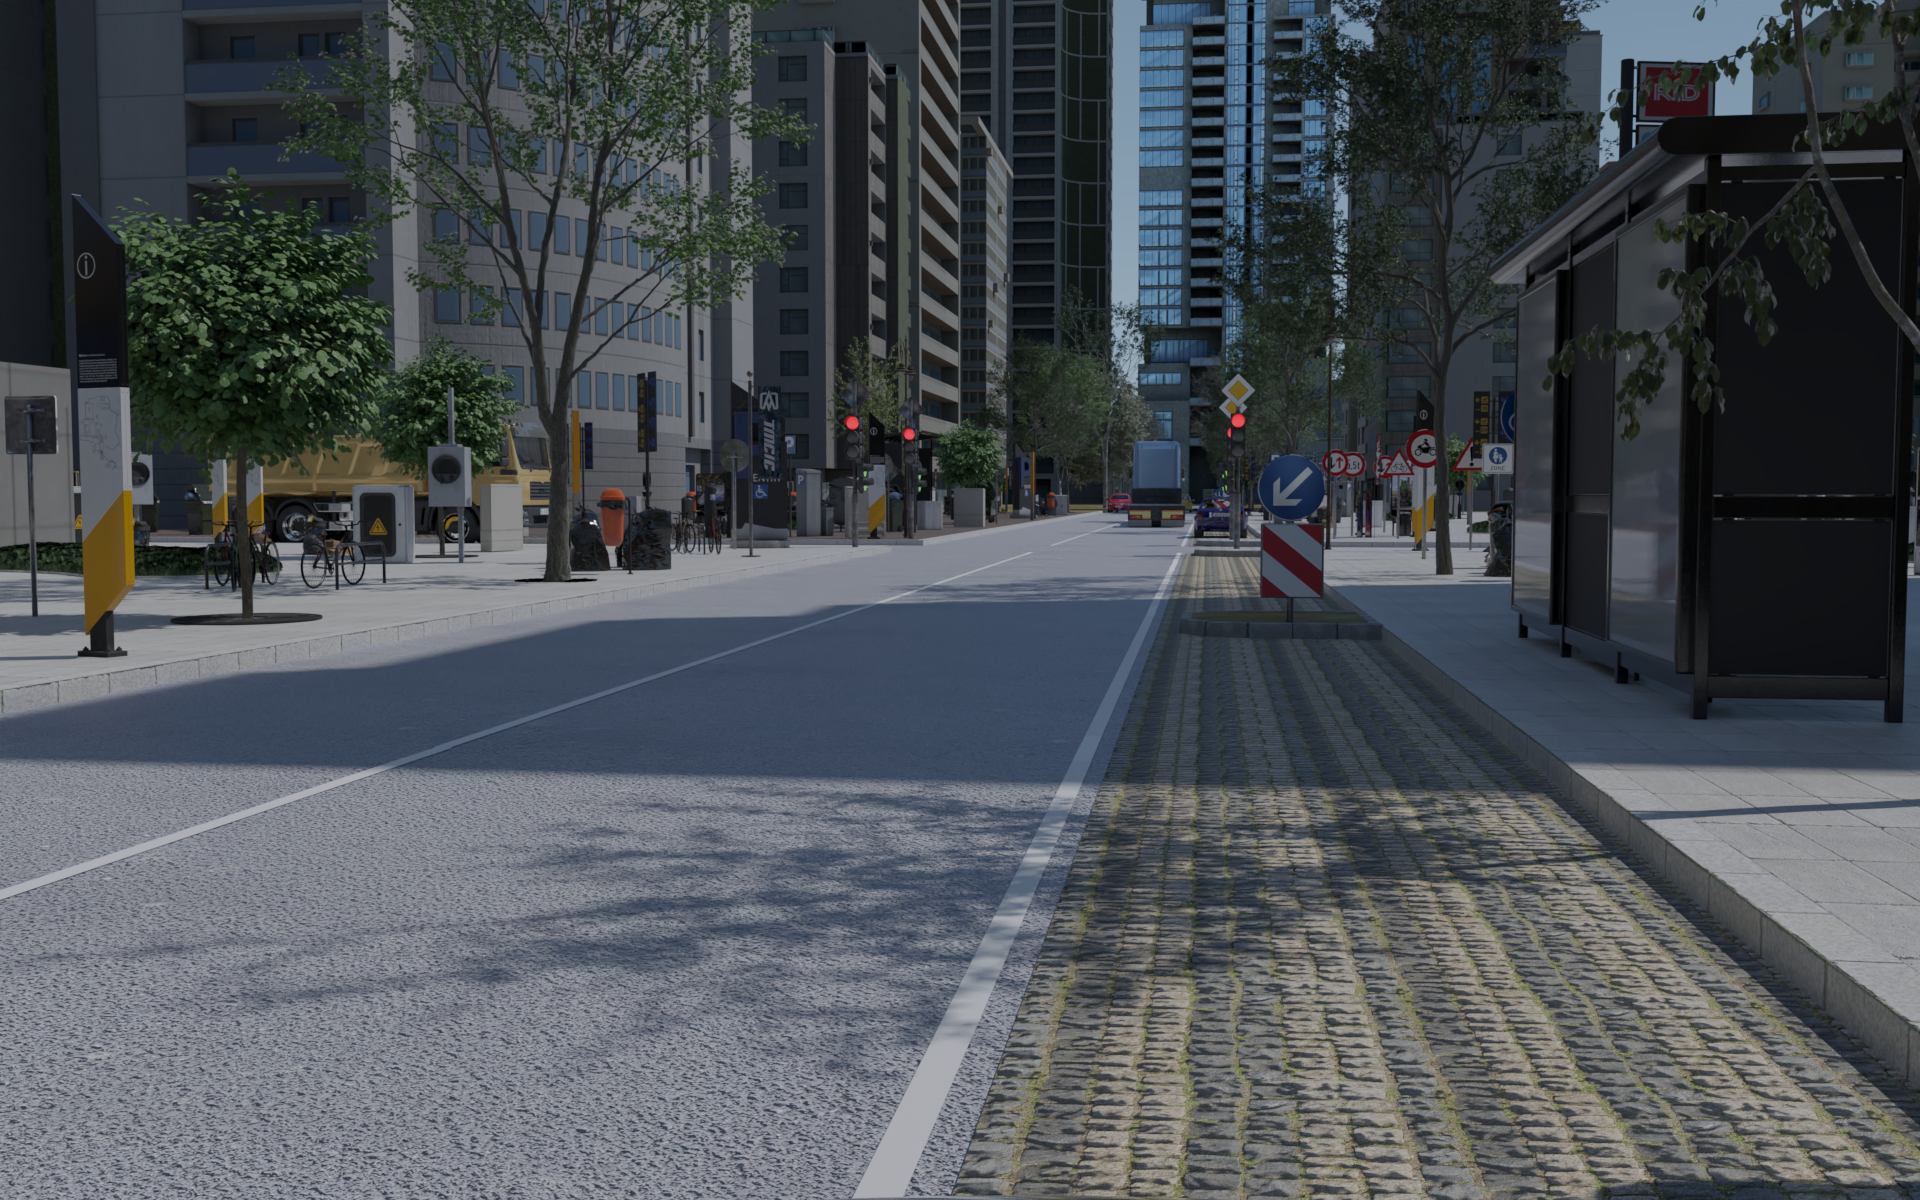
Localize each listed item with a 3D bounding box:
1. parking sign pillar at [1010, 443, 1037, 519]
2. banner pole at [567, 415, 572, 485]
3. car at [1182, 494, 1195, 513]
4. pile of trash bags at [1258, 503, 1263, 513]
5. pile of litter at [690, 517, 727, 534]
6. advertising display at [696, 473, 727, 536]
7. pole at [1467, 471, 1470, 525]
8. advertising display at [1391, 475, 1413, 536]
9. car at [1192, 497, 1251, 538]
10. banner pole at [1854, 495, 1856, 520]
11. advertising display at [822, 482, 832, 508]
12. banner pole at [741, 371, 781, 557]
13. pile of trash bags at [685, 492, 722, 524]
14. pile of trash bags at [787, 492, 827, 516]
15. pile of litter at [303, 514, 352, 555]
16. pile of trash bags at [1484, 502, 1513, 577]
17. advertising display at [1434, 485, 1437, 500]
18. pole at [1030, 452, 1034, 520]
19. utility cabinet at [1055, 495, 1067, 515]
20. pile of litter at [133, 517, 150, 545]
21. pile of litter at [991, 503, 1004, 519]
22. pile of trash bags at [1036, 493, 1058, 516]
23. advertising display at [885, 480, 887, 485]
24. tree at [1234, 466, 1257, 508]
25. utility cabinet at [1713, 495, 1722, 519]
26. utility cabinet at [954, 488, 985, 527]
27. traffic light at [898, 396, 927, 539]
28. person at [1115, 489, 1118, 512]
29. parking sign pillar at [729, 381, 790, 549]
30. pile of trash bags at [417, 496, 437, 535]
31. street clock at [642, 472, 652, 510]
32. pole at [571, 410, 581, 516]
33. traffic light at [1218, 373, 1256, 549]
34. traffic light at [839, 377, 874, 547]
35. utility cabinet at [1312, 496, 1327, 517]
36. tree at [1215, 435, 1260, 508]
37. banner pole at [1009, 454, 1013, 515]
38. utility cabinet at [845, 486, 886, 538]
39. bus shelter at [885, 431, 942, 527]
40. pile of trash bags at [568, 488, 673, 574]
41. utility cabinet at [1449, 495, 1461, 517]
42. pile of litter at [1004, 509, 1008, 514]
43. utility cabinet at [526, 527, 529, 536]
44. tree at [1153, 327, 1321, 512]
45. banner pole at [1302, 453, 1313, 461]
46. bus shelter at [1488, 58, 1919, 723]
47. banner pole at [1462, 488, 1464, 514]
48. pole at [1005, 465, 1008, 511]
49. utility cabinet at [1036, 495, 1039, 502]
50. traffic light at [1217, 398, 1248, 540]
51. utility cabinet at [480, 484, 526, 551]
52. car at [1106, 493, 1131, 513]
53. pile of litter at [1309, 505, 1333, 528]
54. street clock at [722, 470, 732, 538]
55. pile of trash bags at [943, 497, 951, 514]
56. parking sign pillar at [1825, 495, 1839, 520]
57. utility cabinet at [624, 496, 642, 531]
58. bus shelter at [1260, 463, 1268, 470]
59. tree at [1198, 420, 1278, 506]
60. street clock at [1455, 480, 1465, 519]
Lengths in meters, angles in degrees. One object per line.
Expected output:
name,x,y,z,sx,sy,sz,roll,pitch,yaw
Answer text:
parking sign pillar,3.341,-6.297,91.429,1.447,3.967,1.447,3,4,36
banner pole,-12.256,-3.919,54.086,0.863,3.779,0.401,2,4,27
car,17.128,-7.574,134.060,2.015,1.641,3.980,1,4,9
pile of trash bags,21.796,-6.634,118.217,1.912,1.369,3.447,-1,4,-16
pile of litter,-7.921,-2.542,55.535,1.719,0.858,1.176,0,4,5
advertising display,-7.700,-2.960,53.607,0.974,1.923,0.123,1,4,14
pole,21.277,-4.796,72.260,0.158,3.312,0.155,0,3,0
advertising display,13.605,-2.915,52.873,0.123,1.923,0.974,-3,5,-44
car,8.652,-2.736,57.309,1.945,1.354,3.894,1,4,10
banner pole,24.721,-3.548,48.031,0.863,3.779,0.401,-2,4,-25
advertising display,-7.279,-5.471,94.657,0.123,1.923,0.974,-2,4,-33
banner pole,-4.032,-2.766,35.236,0.863,3.779,0.401,0,4,-1
pile of trash bags,-10.843,-4.037,75.758,1.912,1.369,3.447,2,4,29
pile of trash bags,-6.936,-4.023,75.536,1.912,1.369,3.447,-1,4,-23
pile of litter,-13.513,-1.410,37.025,1.176,0.858,1.719,0,4,-4
pile of trash bags,9.069,-1.047,26.864,1.912,1.369,3.447,2,4,25
advertising display,30.498,-6.419,110.161,0.123,1.923,0.974,-3,5,-41
pole,3.517,-5.532,84.292,0.158,3.312,0.155,0,3,0
utility cabinet,5.976,-5.739,104.997,1.020,1.237,0.306,0,4,-3
pile of litter,-15.314,-1.154,32.840,1.176,0.858,1.719,-1,4,-12
pile of litter,1.233,-4.539,88.180,1.176,0.858,1.719,-1,4,-19
pile of trash bags,4.903,-5.678,102.590,1.912,1.369,3.447,-1,4,-18
advertising display,-2.672,-3.441,61.479,0.123,1.923,0.974,0,4,-5
tree,26.109,-10.886,161.707,4.285,4.588,4.351,0,3,0
utility cabinet,38.668,-4.729,88.473,1.020,1.237,0.306,3,4,36
utility cabinet,0.369,-3.554,66.787,1.173,1.500,0.318,1,4,16
traffic light,-1.385,-3.711,49.593,0.839,4.253,0.868,0,4,8
person,12.259,-7.778,135.654,0.705,1.826,1.348,1,4,11
parking sign pillar,-4.790,-3.231,41.303,1.447,3.967,1.447,-1,4,-14
pile of trash bags,-16.768,-2.785,55.288,3.447,1.369,1.912,2,4,28
street clock,-10.336,-3.218,57.188,0.358,2.002,0.471,0,4,-3
pole,-9.364,-2.961,42.251,0.158,3.312,0.155,0,3,0
traffic light,6.460,-3.150,40.429,0.839,4.253,0.868,0,4,8
traffic light,-2.513,-3.227,41.688,0.839,4.253,0.868,0,4,8
utility cabinet,16.785,-4.255,80.733,0.306,1.237,1.020,3,5,42
tree,22.990,-11.680,141.335,4.737,8.622,4.395,0,3,0
banner pole,3.237,-7.256,108.660,0.401,3.779,0.863,-2,4,-24
utility cabinet,-2.749,-2.555,50.453,1.173,1.500,0.318,-2,4,-24
bus shelter,-2.029,-4.636,67.088,1.731,3.624,6.357,0,4,8
pile of trash bags,-5.774,-1.179,29.034,1.912,1.369,3.447,-1,4,-11
utility cabinet,27.852,-5.279,97.479,0.306,1.237,1.020,0,4,-8
pile of litter,2.636,-6.093,113.582,1.719,0.858,1.176,-3,4,-38
utility cabinet,-13.525,-2.644,51.906,1.173,1.500,0.318,1,4,18
tree,21.175,-13.168,125.663,12.009,13.543,11.850,0,3,0
banner pole,21.216,-7.103,106.145,0.863,3.779,0.401,0,4,-8
bus shelter,5.571,-2.212,13.798,2.179,5.291,8.768,1,4,8
banner pole,32.202,-7.372,110.553,0.401,3.779,0.863,2,4,31
pole,3.235,-7.748,120.524,0.158,3.312,0.155,0,3,0
utility cabinet,4.663,-6.200,112.535,0.306,1.237,1.020,3,5,42
traffic light,7.588,-3.634,48.334,0.839,4.253,0.868,0,4,8
utility cabinet,-10.240,-1.834,38.657,0.318,1.500,1.173,1,4,21
car,12.281,-7.557,132.593,2.155,1.783,4.494,1,4,9
pile of litter,13.643,-3.156,65.561,1.176,0.858,1.719,-3,4,-38
street clock,-6.693,-2.813,50.558,0.471,2.002,0.358,-3,5,-41
pile of trash bags,0.412,-6.057,108.779,1.912,1.369,3.447,-2,4,-30
parking sign pillar,32.568,-4.717,65.601,1.447,3.967,1.447,3,5,44
utility cabinet,-11.667,-3.040,60.869,1.020,1.237,0.306,2,4,30
bus shelter,18.868,-6.648,102.625,2.014,3.302,5.546,1,4,8
tree,30.431,-16.451,185.980,9.611,12.733,9.660,0,3,0
street clock,25.567,-5.142,88.636,0.471,2.002,0.358,1,4,10
